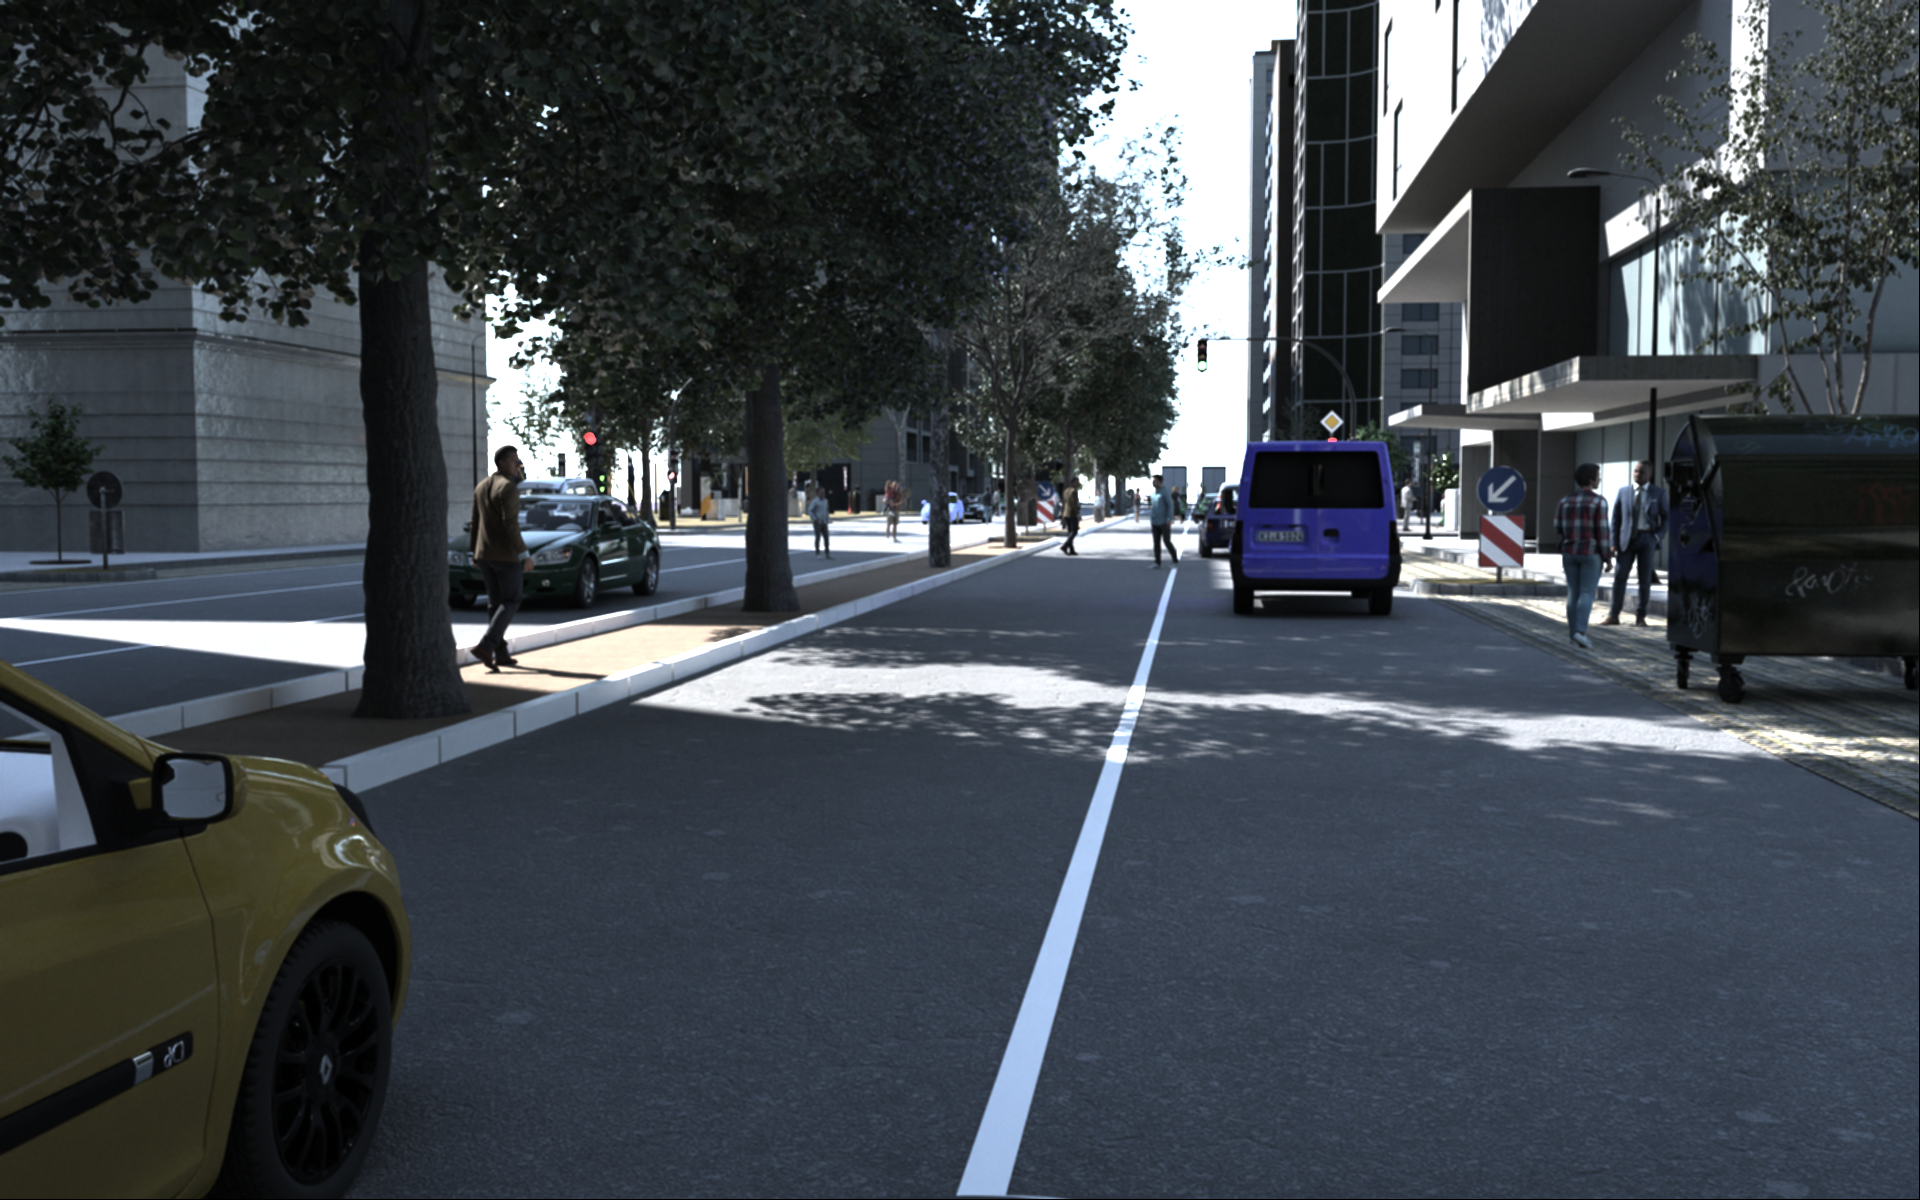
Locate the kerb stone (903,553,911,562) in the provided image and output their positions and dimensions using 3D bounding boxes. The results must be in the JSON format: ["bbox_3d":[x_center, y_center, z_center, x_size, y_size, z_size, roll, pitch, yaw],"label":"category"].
[{"bbox_3d":[-1.229,-0.862,36.405,0.120,0.150,1.000,0,4,8],"label":"kerb stone"}]

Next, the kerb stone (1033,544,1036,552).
[{"bbox_3d":[1.691,-1.225,42.221,0.120,0.150,1.000,0,4,8],"label":"kerb stone"}]

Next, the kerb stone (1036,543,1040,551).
[{"bbox_3d":[1.833,-1.287,43.238,0.120,0.150,1.000,0,4,8],"label":"kerb stone"}]

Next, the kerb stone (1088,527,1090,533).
[{"bbox_3d":[4.557,-2.504,63.135,0.120,0.150,1.000,0,4,8],"label":"kerb stone"}]

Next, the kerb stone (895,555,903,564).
[{"bbox_3d":[-1.365,-0.802,35.382,0.120,0.150,1.000,0,4,8],"label":"kerb stone"}]

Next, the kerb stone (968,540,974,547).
[{"bbox_3d":[0.177,-1.485,46.577,0.120,0.150,1.000,0,4,8],"label":"kerb stone"}]

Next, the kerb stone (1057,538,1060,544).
[{"bbox_3d":[2.670,-1.658,49.334,0.120,0.150,1.000,0,4,8],"label":"kerb stone"}]

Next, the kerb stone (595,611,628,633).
[{"bbox_3d":[-3.719,0.250,18.113,0.120,0.150,1.000,0,4,8],"label":"kerb stone"}]

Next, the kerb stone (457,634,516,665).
[{"bbox_3d":[-4.141,0.436,15.067,0.120,0.150,1.000,0,4,8],"label":"kerb stone"}]

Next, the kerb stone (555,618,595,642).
[{"bbox_3d":[-3.861,0.312,17.101,0.120,0.150,1.000,0,4,8],"label":"kerb stone"}]

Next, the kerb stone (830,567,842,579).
[{"bbox_3d":[-2.191,-0.434,29.293,0.120,0.150,1.000,0,4,8],"label":"kerb stone"}]

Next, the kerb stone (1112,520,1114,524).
[{"bbox_3d":[6.930,-3.560,80.396,0.120,0.150,1.000,0,4,8],"label":"kerb stone"}]

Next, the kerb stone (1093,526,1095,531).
[{"bbox_3d":[4.974,-2.689,66.179,0.120,0.150,1.000,0,4,8],"label":"kerb stone"}]

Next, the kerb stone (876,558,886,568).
[{"bbox_3d":[-1.625,-0.682,33.352,0.120,0.150,1.000,0,4,8],"label":"kerb stone"}]

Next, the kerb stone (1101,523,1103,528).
[{"bbox_3d":[5.675,-2.995,71.258,0.120,0.150,1.000,0,4,8],"label":"kerb stone"}]

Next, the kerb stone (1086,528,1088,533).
[{"bbox_3d":[4.415,-2.439,62.119,0.120,0.150,1.000,0,4,8],"label":"kerb stone"}]

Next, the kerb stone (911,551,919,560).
[{"bbox_3d":[-1.078,-0.930,37.416,0.120,0.150,1.000,0,4,8],"label":"kerb stone"}]

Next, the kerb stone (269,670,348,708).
[{"bbox_3d":[-4.560,0.626,12.010,0.120,0.150,1.000,0,4,8],"label":"kerb stone"}]

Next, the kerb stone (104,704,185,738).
[{"bbox_3d":[-4.830,0.747,9.982,0.120,0.150,1.000,0,4,8],"label":"kerb stone"}]

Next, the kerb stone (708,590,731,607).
[{"bbox_3d":[-3.156,0.005,22.173,0.120,0.150,1.000,0,4,8],"label":"kerb stone"}]

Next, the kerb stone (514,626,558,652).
[{"bbox_3d":[-4.000,0.375,16.088,0.120,0.150,1.000,0,4,8],"label":"kerb stone"}]

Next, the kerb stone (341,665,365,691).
[{"bbox_3d":[-4.414,0.561,13.022,0.120,0.150,1.000,0,4,8],"label":"kerb stone"}]

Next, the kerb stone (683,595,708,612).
[{"bbox_3d":[-3.311,0.064,21.155,0.120,0.150,1.000,0,4,8],"label":"kerb stone"}]

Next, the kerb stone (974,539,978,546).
[{"bbox_3d":[0.312,-1.550,47.591,0.120,0.150,1.000,0,4,8],"label":"kerb stone"}]

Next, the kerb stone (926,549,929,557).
[{"bbox_3d":[-0.803,-1.055,39.449,0.120,0.150,1.000,0,4,8],"label":"kerb stone"}]

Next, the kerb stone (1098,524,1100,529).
[{"bbox_3d":[5.391,-2.872,69.233,0.120,0.150,1.000,0,4,8],"label":"kerb stone"}]

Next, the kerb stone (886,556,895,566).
[{"bbox_3d":[-1.491,-0.744,34.367,0.120,0.150,1.000,0,4,8],"label":"kerb stone"}]

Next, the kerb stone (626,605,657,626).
[{"bbox_3d":[-3.585,0.188,19.127,0.120,0.150,1.000,0,4,8],"label":"kerb stone"}]

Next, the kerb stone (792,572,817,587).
[{"bbox_3d":[-2.464,-0.310,27.267,0.120,0.150,1.000,0,4,8],"label":"kerb stone"}]

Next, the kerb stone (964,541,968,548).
[{"bbox_3d":[0.025,-1.429,45.565,0.120,0.150,1.000,0,4,8],"label":"kerb stone"}]

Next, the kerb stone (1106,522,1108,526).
[{"bbox_3d":[6.226,-3.250,75.328,0.120,0.150,1.000,0,4,8],"label":"kerb stone"}]

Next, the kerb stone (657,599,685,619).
[{"bbox_3d":[-3.435,0.127,20.138,0.120,0.150,1.000,0,4,8],"label":"kerb stone"}]

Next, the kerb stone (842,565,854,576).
[{"bbox_3d":[-2.049,-0.492,30.306,0.120,0.150,1.000,0,4,8],"label":"kerb stone"}]

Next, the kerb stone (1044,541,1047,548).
[{"bbox_3d":[2.116,-1.411,45.270,0.120,0.150,1.000,0,4,8],"label":"kerb stone"}]

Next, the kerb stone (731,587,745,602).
[{"bbox_3d":[-3.031,-0.061,23.192,0.120,0.150,1.000,0,4,8],"label":"kerb stone"}]

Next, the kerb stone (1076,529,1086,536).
[{"bbox_3d":[4.276,-2.380,61.106,0.120,0.150,1.000,0,4,8],"label":"kerb stone"}]

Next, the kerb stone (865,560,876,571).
[{"bbox_3d":[-1.764,-0.620,32.339,0.120,0.150,1.000,0,4,8],"label":"kerb stone"}]

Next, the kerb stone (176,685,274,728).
[{"bbox_3d":[-4.697,0.687,10.995,0.120,0.150,1.000,0,4,8],"label":"kerb stone"}]

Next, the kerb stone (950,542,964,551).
[{"bbox_3d":[-0.101,-1.367,44.540,0.120,0.150,1.000,0,4,8],"label":"kerb stone"}]

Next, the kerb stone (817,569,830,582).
[{"bbox_3d":[-2.326,-0.372,28.280,0.120,0.150,1.000,0,4,8],"label":"kerb stone"}]

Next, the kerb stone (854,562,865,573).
[{"bbox_3d":[-1.911,-0.557,31.322,0.120,0.150,1.000,0,4,8],"label":"kerb stone"}]

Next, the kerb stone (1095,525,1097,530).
[{"bbox_3d":[5.119,-2.752,67.197,0.120,0.150,1.000,0,4,8],"label":"kerb stone"}]

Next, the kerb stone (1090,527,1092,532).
[{"bbox_3d":[4.700,-2.565,64.148,0.120,0.150,1.000,0,4,8],"label":"kerb stone"}]

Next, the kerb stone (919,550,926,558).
[{"bbox_3d":[-0.944,-0.993,38.429,0.120,0.150,1.000,0,4,8],"label":"kerb stone"}]

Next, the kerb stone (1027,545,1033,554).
[{"bbox_3d":[1.560,-1.161,41.208,0.120,0.150,1.000,0,4,8],"label":"kerb stone"}]

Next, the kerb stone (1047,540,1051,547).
[{"bbox_3d":[2.256,-1.467,46.283,0.120,0.150,1.000,0,4,8],"label":"kerb stone"}]

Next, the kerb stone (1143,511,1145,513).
[{"bbox_3d":[13.589,-6.537,129.074,0.120,0.150,1.000,0,4,8],"label":"kerb stone"}]

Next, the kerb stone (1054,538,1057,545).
[{"bbox_3d":[2.526,-1.597,48.311,0.120,0.150,1.000,0,4,8],"label":"kerb stone"}]

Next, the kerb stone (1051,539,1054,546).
[{"bbox_3d":[2.401,-1.535,47.295,0.120,0.150,1.000,0,4,8],"label":"kerb stone"}]

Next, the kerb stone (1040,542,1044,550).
[{"bbox_3d":[1.973,-1.349,44.251,0.120,0.150,1.000,0,4,8],"label":"kerb stone"}]

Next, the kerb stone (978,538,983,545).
[{"bbox_3d":[0.454,-1.615,48.604,0.120,0.150,1.000,0,4,8],"label":"kerb stone"}]
